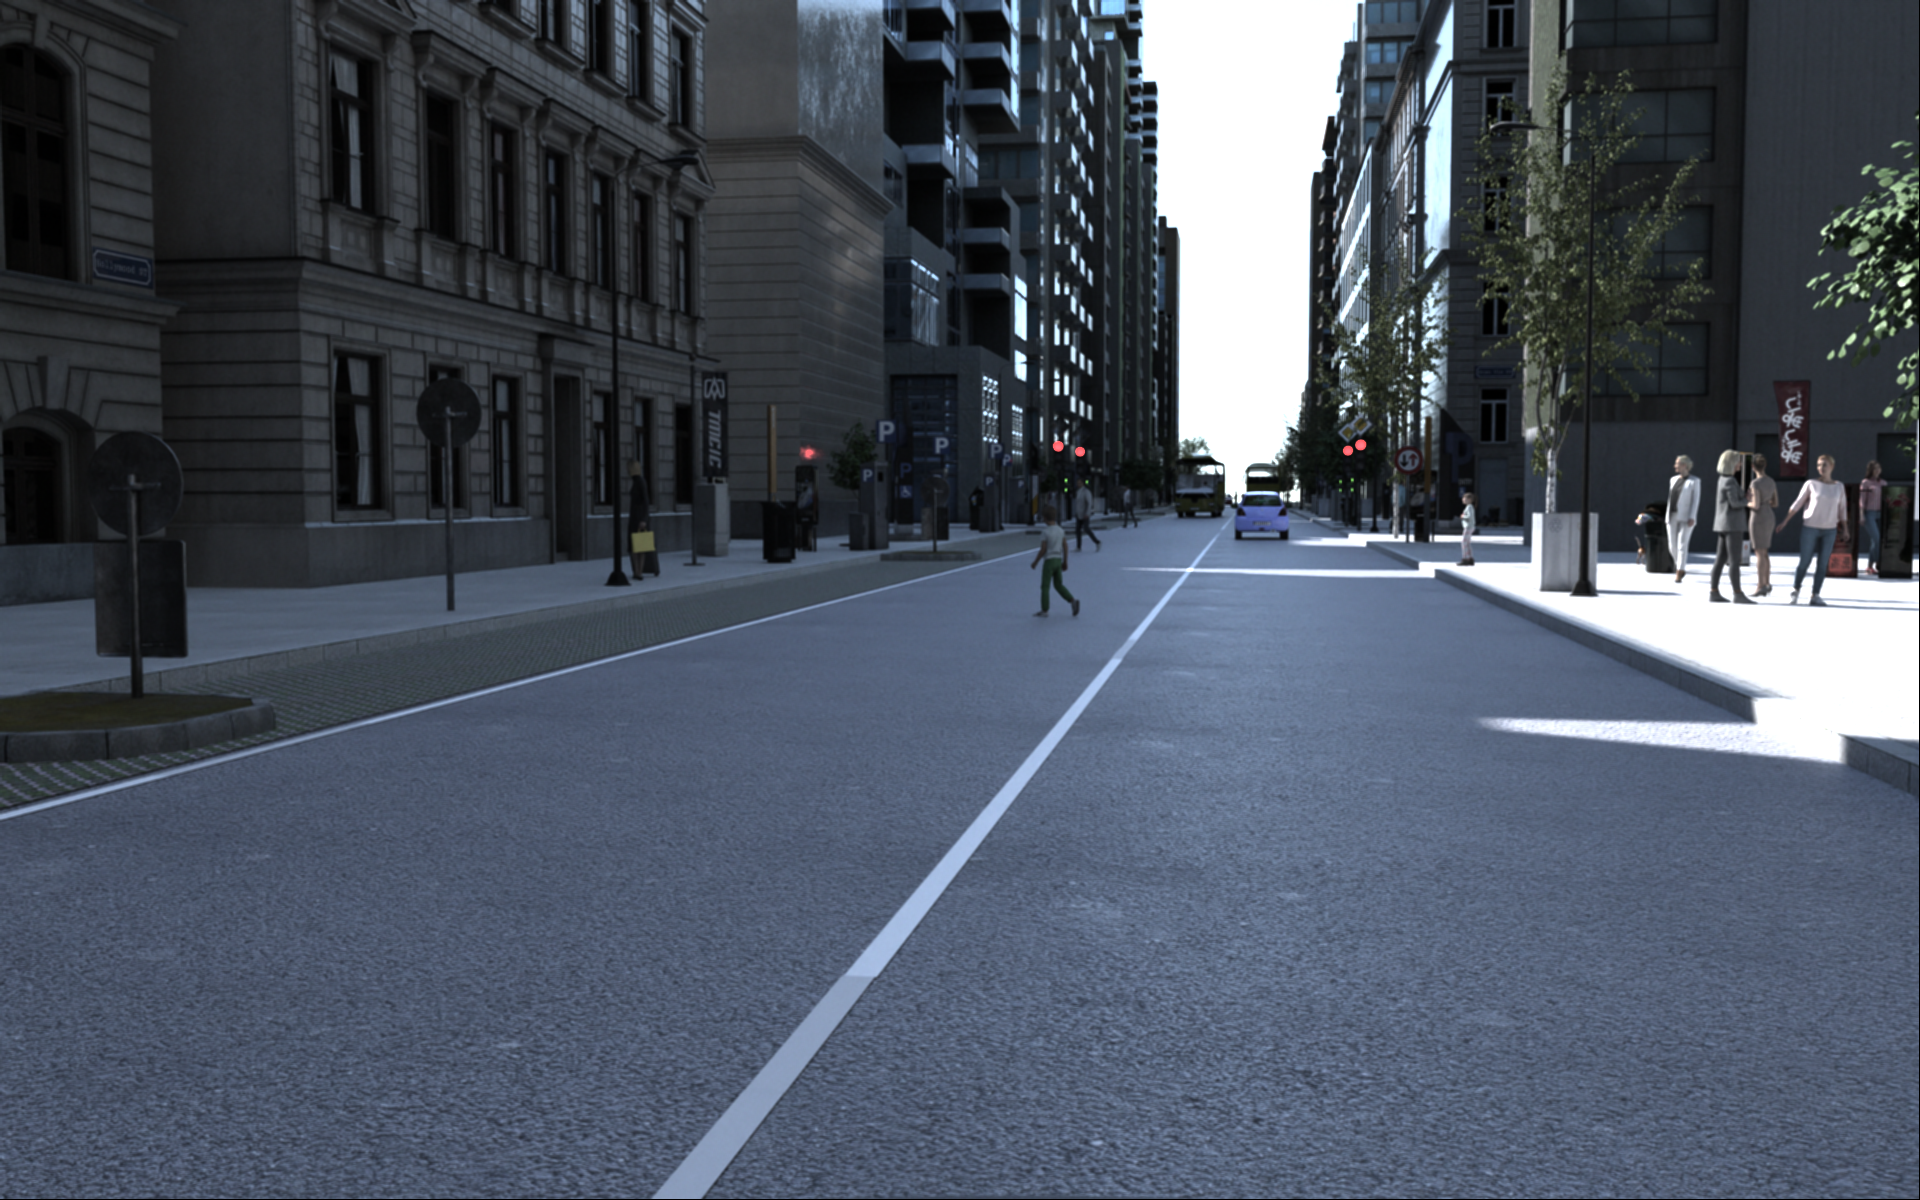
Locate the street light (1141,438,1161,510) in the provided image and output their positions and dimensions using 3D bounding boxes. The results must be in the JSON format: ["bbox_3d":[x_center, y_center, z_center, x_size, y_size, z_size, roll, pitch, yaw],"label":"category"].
[{"bbox_3d":[16.134,-10.573,145.412,1.470,5.913,1.316,1,4,10],"label":"street light"}]

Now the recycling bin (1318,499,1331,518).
[{"bbox_3d":[20.115,-5.039,94.934,0.722,1.027,0.722,-3,5,-41],"label":"recycling bin"}]

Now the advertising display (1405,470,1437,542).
[{"bbox_3d":[12.442,-2.539,46.726,0.974,1.923,0.123,-2,4,-25],"label":"advertising display"}]

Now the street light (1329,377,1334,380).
[{"bbox_3d":[15.215,-5.891,68.862,1.470,5.913,1.316,1,4,10],"label":"street light"}]

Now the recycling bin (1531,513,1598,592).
[{"bbox_3d":[8.035,-0.641,23.035,0.722,1.027,0.722,1,4,8],"label":"recycling bin"}]

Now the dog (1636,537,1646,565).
[{"bbox_3d":[12.520,-0.897,31.490,0.406,0.507,0.540,2,4,26],"label":"dog"}]

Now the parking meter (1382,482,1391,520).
[{"bbox_3d":[21.455,-4.980,87.139,0.399,1.863,0.255,0,4,6],"label":"parking meter"}]

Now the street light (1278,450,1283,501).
[{"bbox_3d":[34.148,-12.774,181.397,1.470,5.913,1.316,1,4,10],"label":"street light"}]

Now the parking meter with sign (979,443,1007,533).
[{"bbox_3d":[1.040,-3.795,58.313,0.543,3.016,1.738,1,4,14],"label":"parking meter with sign"}]

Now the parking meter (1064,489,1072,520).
[{"bbox_3d":[5.293,-4.679,84.910,0.372,1.533,0.369,0,3,0],"label":"parking meter"}]

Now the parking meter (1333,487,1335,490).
[{"bbox_3d":[29.415,-8.027,136.947,0.255,1.863,0.399,-1,4,-16],"label":"parking meter"}]

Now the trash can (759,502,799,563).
[{"bbox_3d":[-3.381,-1.268,32.380,0.748,1.137,0.748,0,3,0],"label":"trash can"}]

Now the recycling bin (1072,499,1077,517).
[{"bbox_3d":[6.601,-5.047,95.072,0.722,1.027,0.722,-2,4,-35],"label":"recycling bin"}]

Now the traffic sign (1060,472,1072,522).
[{"bbox_3d":[4.894,-4.776,80.220,0.606,2.300,0.079,1,4,14],"label":"traffic sign"}]

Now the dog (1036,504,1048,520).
[{"bbox_3d":[3.910,-4.298,84.659,0.800,0.831,0.513,2,4,26],"label":"dog"}]

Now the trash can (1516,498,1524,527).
[{"bbox_3d":[22.372,-3.486,68.657,0.748,1.137,0.748,0,3,0],"label":"trash can"}]

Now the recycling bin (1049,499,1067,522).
[{"bbox_3d":[4.591,-4.204,81.290,0.722,1.027,0.722,1,4,16],"label":"recycling bin"}]

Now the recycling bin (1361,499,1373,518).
[{"bbox_3d":[22.313,-5.052,95.158,0.722,1.027,0.722,1,4,12],"label":"recycling bin"}]

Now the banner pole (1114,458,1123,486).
[{"bbox_3d":[11.188,-8.055,121.713,0.863,3.779,0.401,2,4,26],"label":"banner pole"}]

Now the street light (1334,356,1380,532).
[{"bbox_3d":[13.433,-5.243,58.270,1.470,5.913,1.316,1,4,10],"label":"street light"}]

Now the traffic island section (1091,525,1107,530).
[{"bbox_3d":[4.844,-2.914,69.920,2.009,0.180,2.903,1,4,10],"label":"traffic island section"}]

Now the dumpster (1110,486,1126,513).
[{"bbox_3d":[10.937,-6.921,118.910,1.264,1.857,1.865,1,4,10],"label":"dumpster"}]

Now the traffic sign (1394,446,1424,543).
[{"bbox_3d":[11.824,-2.787,45.678,0.768,2.556,0.104,1,4,19],"label":"traffic sign"}]

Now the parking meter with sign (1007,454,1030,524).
[{"bbox_3d":[2.421,-4.764,74.160,0.543,3.016,1.738,-2,4,-31],"label":"parking meter with sign"}]

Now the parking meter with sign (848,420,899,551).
[{"bbox_3d":[-2.015,-2.672,39.945,0.543,3.016,1.738,1,4,22],"label":"parking meter with sign"}]

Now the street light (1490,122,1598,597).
[{"bbox_3d":[7.313,-3.007,21.708,1.470,5.913,1.316,1,4,10],"label":"street light"}]

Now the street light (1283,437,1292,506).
[{"bbox_3d":[28.044,-10.554,145.102,1.470,5.913,1.316,1,4,10],"label":"street light"}]

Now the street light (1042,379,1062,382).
[{"bbox_3d":[3.410,-5.956,69.915,1.470,5.913,1.316,1,4,10],"label":"street light"}]

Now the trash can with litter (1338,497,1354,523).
[{"bbox_3d":[17.418,-4.049,77.587,0.624,1.170,1.055,3,4,39],"label":"trash can with litter"}]

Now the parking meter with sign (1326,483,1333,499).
[{"bbox_3d":[25.087,-7.426,117.675,0.543,3.016,1.738,0,4,-5],"label":"parking meter with sign"}]

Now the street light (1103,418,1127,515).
[{"bbox_3d":[9.489,-8.160,105.962,1.470,5.913,1.316,1,4,10],"label":"street light"}]

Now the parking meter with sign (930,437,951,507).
[{"bbox_3d":[-0.653,-3.392,51.725,0.543,3.016,1.738,0,4,7],"label":"parking meter with sign"}]

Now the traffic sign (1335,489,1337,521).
[{"bbox_3d":[17.644,-4.959,81.188,0.768,2.556,0.104,1,4,15],"label":"traffic sign"}]

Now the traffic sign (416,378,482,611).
[{"bbox_3d":[-5.614,-1.157,19.019,0.768,2.556,0.104,1,4,10],"label":"traffic sign"}]

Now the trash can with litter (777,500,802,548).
[{"bbox_3d":[-4.029,-1.820,41.146,1.055,1.170,0.624,1,4,12],"label":"trash can with litter"}]

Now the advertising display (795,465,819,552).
[{"bbox_3d":[-3.433,-2.058,38.857,0.123,1.923,0.974,-2,4,-30],"label":"advertising display"}]

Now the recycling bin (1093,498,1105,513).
[{"bbox_3d":[9.526,-6.424,117.587,0.722,1.027,0.722,-2,4,-33],"label":"recycling bin"}]

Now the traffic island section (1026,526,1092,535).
[{"bbox_3d":[3.520,-2.432,62.045,2.009,0.180,2.903,1,4,10],"label":"traffic island section"}]

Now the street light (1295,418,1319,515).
[{"bbox_3d":[21.363,-8.154,105.860,1.470,5.913,1.316,1,4,10],"label":"street light"}]

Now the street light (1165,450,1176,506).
[{"bbox_3d":[22.210,-12.812,182.009,1.470,5.913,1.316,1,4,10],"label":"street light"}]

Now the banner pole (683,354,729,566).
[{"bbox_3d":[-4.556,-2.514,31.119,0.863,3.779,0.401,-1,4,-10],"label":"banner pole"}]

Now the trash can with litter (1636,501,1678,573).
[{"bbox_3d":[11.478,-1.039,28.367,0.624,1.170,1.055,2,4,31],"label":"trash can with litter"}]

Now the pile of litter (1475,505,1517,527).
[{"bbox_3d":[20.924,-3.279,67.575,1.719,0.858,1.176,1,4,21],"label":"pile of litter"}]

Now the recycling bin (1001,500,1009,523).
[{"bbox_3d":[1.752,-3.923,76.689,0.722,1.027,0.722,-3,5,-42],"label":"recycling bin"}]

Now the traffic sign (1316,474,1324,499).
[{"bbox_3d":[22.856,-6.694,109.550,0.768,2.556,0.104,1,4,19],"label":"traffic sign"}]

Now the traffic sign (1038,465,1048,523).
[{"bbox_3d":[3.511,-4.686,76.728,0.768,2.556,0.104,1,4,13],"label":"traffic sign"}]

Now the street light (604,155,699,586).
[{"bbox_3d":[-4.264,-3.147,24.001,1.470,5.913,1.316,1,4,10],"label":"street light"}]
